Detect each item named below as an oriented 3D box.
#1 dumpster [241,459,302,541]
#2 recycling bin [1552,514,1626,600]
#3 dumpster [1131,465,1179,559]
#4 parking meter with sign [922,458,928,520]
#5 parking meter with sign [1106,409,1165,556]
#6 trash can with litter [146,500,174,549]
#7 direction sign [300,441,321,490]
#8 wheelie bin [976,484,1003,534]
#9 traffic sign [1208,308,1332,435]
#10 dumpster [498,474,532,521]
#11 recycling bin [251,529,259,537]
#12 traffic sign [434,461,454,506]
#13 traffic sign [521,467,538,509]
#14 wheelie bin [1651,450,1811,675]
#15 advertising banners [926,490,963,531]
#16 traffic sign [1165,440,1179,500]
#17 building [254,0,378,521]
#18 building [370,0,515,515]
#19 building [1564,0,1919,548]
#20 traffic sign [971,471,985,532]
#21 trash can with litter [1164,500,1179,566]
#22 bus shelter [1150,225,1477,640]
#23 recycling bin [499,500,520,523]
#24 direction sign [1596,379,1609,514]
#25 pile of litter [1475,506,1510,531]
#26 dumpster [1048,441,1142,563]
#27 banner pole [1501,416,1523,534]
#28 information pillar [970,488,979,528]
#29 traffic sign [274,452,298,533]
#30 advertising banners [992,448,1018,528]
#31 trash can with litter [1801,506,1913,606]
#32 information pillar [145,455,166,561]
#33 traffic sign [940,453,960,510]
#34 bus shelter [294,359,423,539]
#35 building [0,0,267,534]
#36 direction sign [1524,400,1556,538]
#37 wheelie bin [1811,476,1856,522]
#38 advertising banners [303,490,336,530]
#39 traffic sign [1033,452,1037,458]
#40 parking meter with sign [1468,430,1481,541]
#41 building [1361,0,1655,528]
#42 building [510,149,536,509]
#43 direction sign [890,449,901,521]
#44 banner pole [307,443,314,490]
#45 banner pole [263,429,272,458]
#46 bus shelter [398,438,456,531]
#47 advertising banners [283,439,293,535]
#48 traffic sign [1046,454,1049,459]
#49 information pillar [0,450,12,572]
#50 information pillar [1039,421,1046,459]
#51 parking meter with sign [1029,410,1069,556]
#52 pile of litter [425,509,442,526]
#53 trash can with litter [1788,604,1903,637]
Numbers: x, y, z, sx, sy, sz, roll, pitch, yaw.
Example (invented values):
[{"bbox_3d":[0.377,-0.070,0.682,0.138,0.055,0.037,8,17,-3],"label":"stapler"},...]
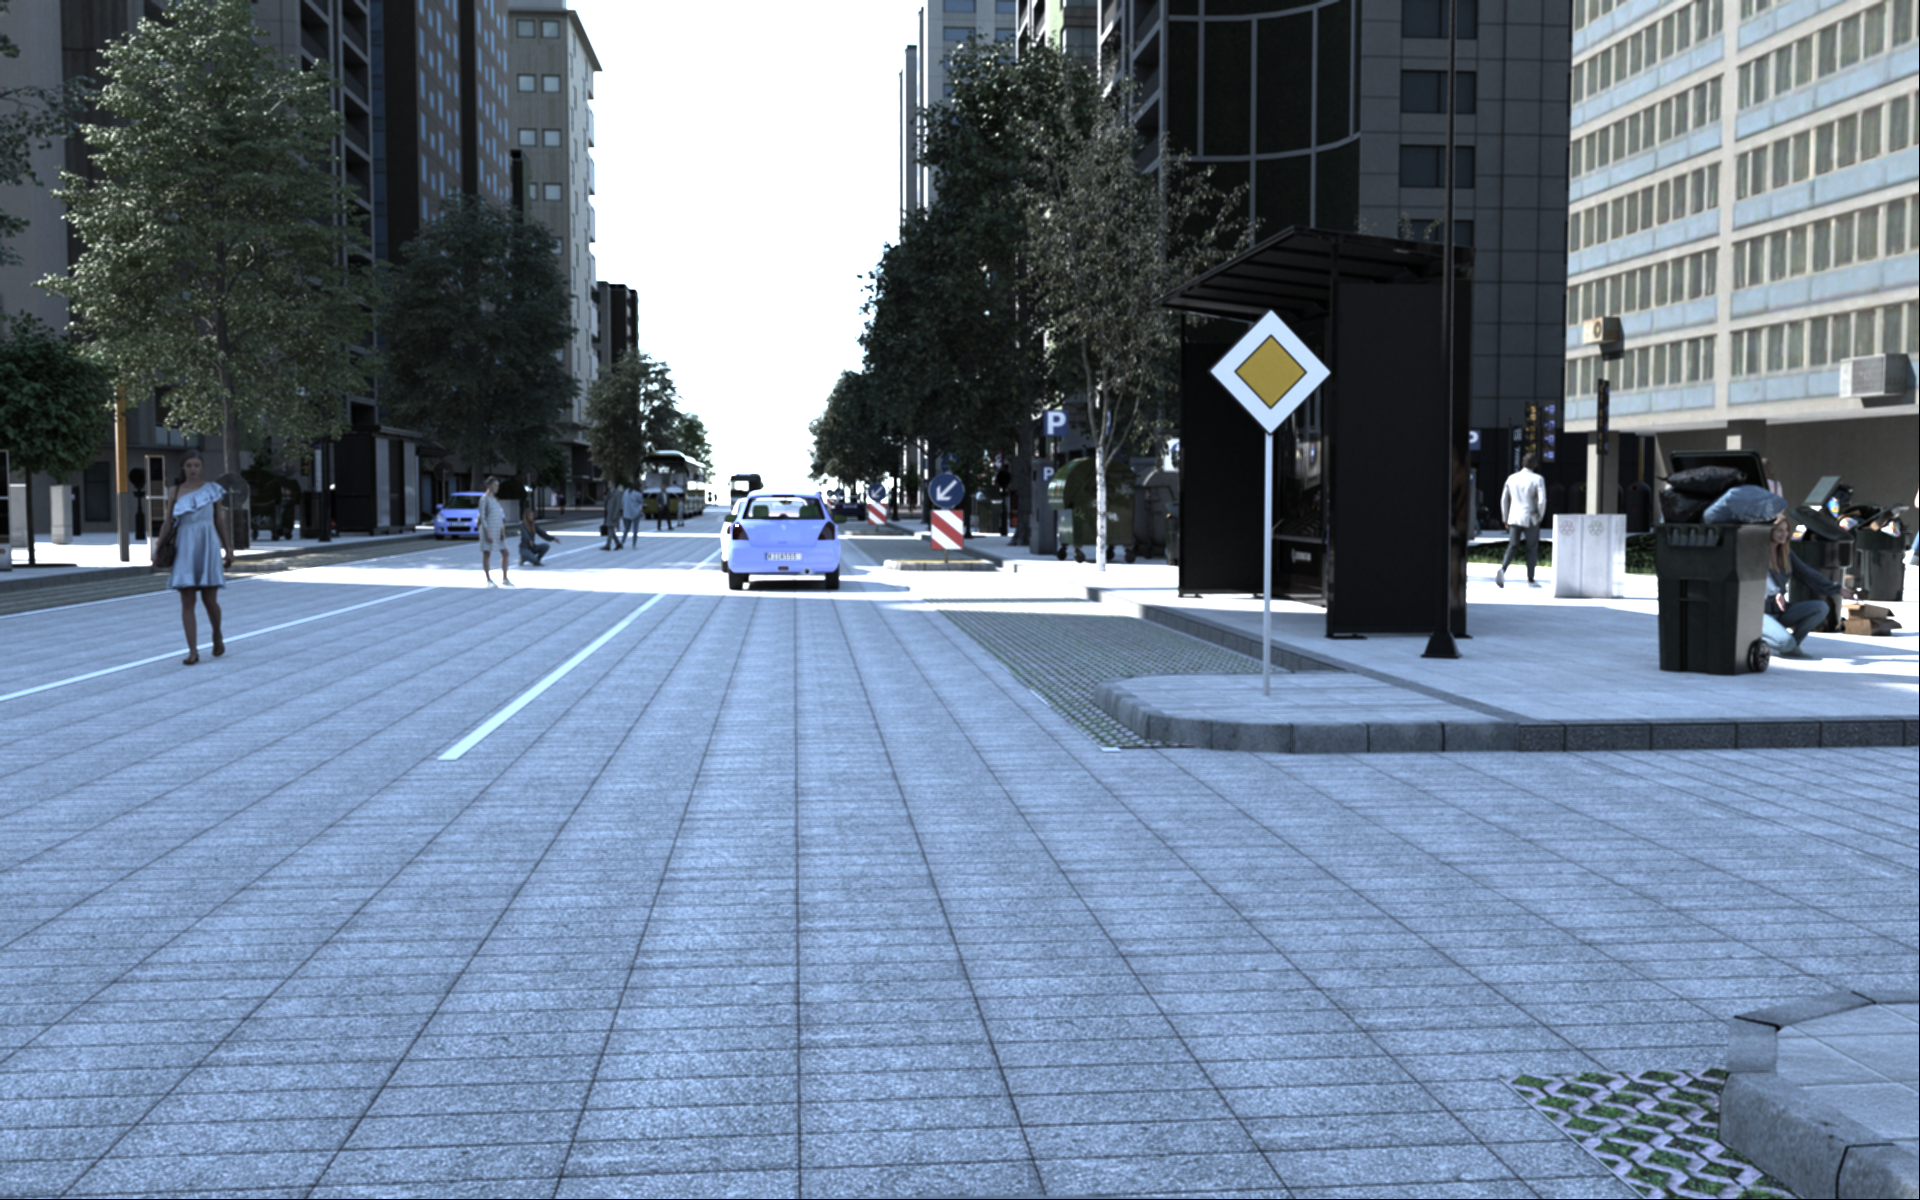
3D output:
[{"bbox_3d":[-19.161,-2.764,47.678,1.502,2.255,1.985,0,4,-6],"label":"dumpster"},{"bbox_3d":[7.803,-0.546,21.479,0.722,1.027,0.722,2,4,33],"label":"recycling bin"},{"bbox_3d":[4.139,-1.766,34.628,1.264,1.857,1.865,0,4,-5],"label":"dumpster"},{"bbox_3d":[-1.608,-5.409,84.693,0.543,3.016,1.738,0,4,-7],"label":"parking meter with sign"},{"bbox_3d":[3.912,-2.422,35.854,1.738,3.016,0.543,0,4,-7],"label":"parking meter with sign"},{"bbox_3d":[-17.583,-1.672,38.723,0.624,1.170,1.055,2,4,30],"label":"trash can with litter"},{"bbox_3d":[-27.812,-5.035,74.323,0.876,3.537,0.379,-1,4,-13],"label":"direction sign"},{"bbox_3d":[0.930,-2.959,56.291,0.693,1.594,0.980,3,5,42],"label":"wheelie bin"},{"bbox_3d":[1.970,-0.534,10.927,0.795,2.593,0.064,0,4,-5],"label":"traffic sign"},{"bbox_3d":[-21.385,-4.927,83.051,1.502,2.255,1.985,0,4,-5],"label":"dumpster"},{"bbox_3d":[-21.609,-2.420,52.120,0.722,1.027,0.722,0,4,5],"label":"recycling bin"},{"bbox_3d":[-19.738,-4.046,66.254,0.768,2.556,0.104,0,4,-5],"label":"traffic sign"},{"bbox_3d":[-20.021,-4.920,80.544,0.768,2.556,0.104,0,4,-1],"label":"traffic sign"},{"bbox_3d":[5.446,-0.280,12.486,0.693,1.594,0.980,-3,5,-42],"label":"wheelie bin"},{"bbox_3d":[-0.159,-3.911,60.128,2.074,3.025,0.090,-1,4,-9],"label":"advertising banners"},{"bbox_3d":[4.042,-1.816,31.827,0.606,2.300,0.079,0,4,3],"label":"traffic sign"},{"bbox_3d":[-40.598,-39.943,91.315,20.563,71.187,20.611,0,4,-5],"label":"building"},{"bbox_3d":[-40.287,-28.976,123.864,14.600,45.320,14.200,0,4,-5],"label":"building"},{"bbox_3d":[29.291,-21.194,38.400,23.993,40.220,32.217,0,4,-5],"label":"building"},{"bbox_3d":[0.534,-3.534,57.790,0.884,2.594,0.081,0,3,0],"label":"traffic sign"},{"bbox_3d":[4.040,-1.179,30.662,0.624,1.170,1.055,-1,4,-20],"label":"trash can with litter"},{"bbox_3d":[3.483,-1.656,18.364,1.731,3.624,6.357,0,4,-5],"label":"bus shelter"},{"bbox_3d":[-20.125,-3.955,77.213,0.722,1.027,0.722,1,4,18],"label":"recycling bin"},{"bbox_3d":[12.745,-2.593,34.393,0.379,3.537,0.876,2,4,32],"label":"direction sign"},{"bbox_3d":[18.673,-2.904,61.448,1.176,0.858,1.719,-2,4,-35],"label":"pile of litter"},{"bbox_3d":[2.545,-1.850,32.748,1.502,2.255,1.985,0,4,-5],"label":"dumpster"},{"bbox_3d":[17.802,-4.016,55.678,0.401,3.779,0.863,-1,4,-21],"label":"banner pole"},{"bbox_3d":[0.536,-3.787,66.415,0.304,2.012,0.304,-2,4,-31],"label":"information pillar"},{"bbox_3d":[-20.474,-3.209,52.571,0.768,2.556,0.104,0,4,1],"label":"traffic sign"},{"bbox_3d":[2.158,-4.272,66.030,2.074,3.025,0.090,1,4,21],"label":"advertising banners"},{"bbox_3d":[10.874,-0.582,20.898,0.624,1.170,1.055,-3,5,-40],"label":"trash can with litter"},{"bbox_3d":[-15.354,-1.749,33.087,0.304,2.012,0.304,-2,4,-32],"label":"information pillar"},{"bbox_3d":[-0.235,-3.298,54.023,0.768,2.556,0.104,0,4,-5],"label":"traffic sign"},{"bbox_3d":[-18.642,-4.645,53.571,2.179,5.291,8.768,0,4,-5],"label":"bus shelter"},{"bbox_3d":[-33.342,-22.973,59.200,14.154,41.232,14.086,0,4,-5],"label":"building"},{"bbox_3d":[14.143,-3.076,42.285,0.379,3.537,0.876,-2,4,-35],"label":"direction sign"},{"bbox_3d":[15.087,-1.354,30.053,0.693,1.594,0.980,0,4,-2],"label":"wheelie bin"},{"bbox_3d":[-22.582,-4.019,61.901,0.090,3.025,2.074,3,5,41],"label":"advertising banners"},{"bbox_3d":[2.223,-3.230,52.817,0.884,2.594,0.081,0,4,-2],"label":"traffic sign"},{"bbox_3d":[14.097,-3.166,48.021,0.543,3.016,1.738,1,4,15],"label":"parking meter with sign"},{"bbox_3d":[15.514,-38.790,72.466,20.563,71.187,20.611,0,4,-5],"label":"building"},{"bbox_3d":[-42.281,-22.438,138.559,14.160,30.474,14.107,0,4,-5],"label":"building"},{"bbox_3d":[-3.055,-5.617,83.829,0.379,3.537,0.876,0,4,-2],"label":"direction sign"},{"bbox_3d":[-28.094,-5.218,75.330,0.863,3.779,0.401,-1,4,-15],"label":"banner pole"},{"bbox_3d":[-26.226,-4.628,65.686,0.401,3.779,0.863,-3,5,-41],"label":"banner pole"},{"bbox_3d":[-19.856,-4.219,62.908,2.014,3.302,5.546,0,4,-6],"label":"bus shelter"},{"bbox_3d":[-21.133,-3.542,54.104,0.090,3.025,2.074,0,4,-3],"label":"advertising banners"},{"bbox_3d":[2.540,-3.195,52.249,0.884,2.594,0.081,0,4,-5],"label":"traffic sign"},{"bbox_3d":[-15.921,-1.478,28.651,0.304,2.012,0.304,3,5,42],"label":"information pillar"},{"bbox_3d":[2.439,-3.668,51.322,0.183,3.616,0.504,-1,4,-14],"label":"information pillar"},{"bbox_3d":[1.820,-2.475,36.726,0.543,3.016,1.738,-1,4,-11],"label":"parking meter with sign"},{"bbox_3d":[-20.616,-3.352,68.770,1.176,0.858,1.719,-2,4,-27],"label":"pile of litter"},{"bbox_3d":[8.165,-0.282,15.997,0.624,1.170,1.055,-2,4,-32],"label":"trash can with litter"}]
